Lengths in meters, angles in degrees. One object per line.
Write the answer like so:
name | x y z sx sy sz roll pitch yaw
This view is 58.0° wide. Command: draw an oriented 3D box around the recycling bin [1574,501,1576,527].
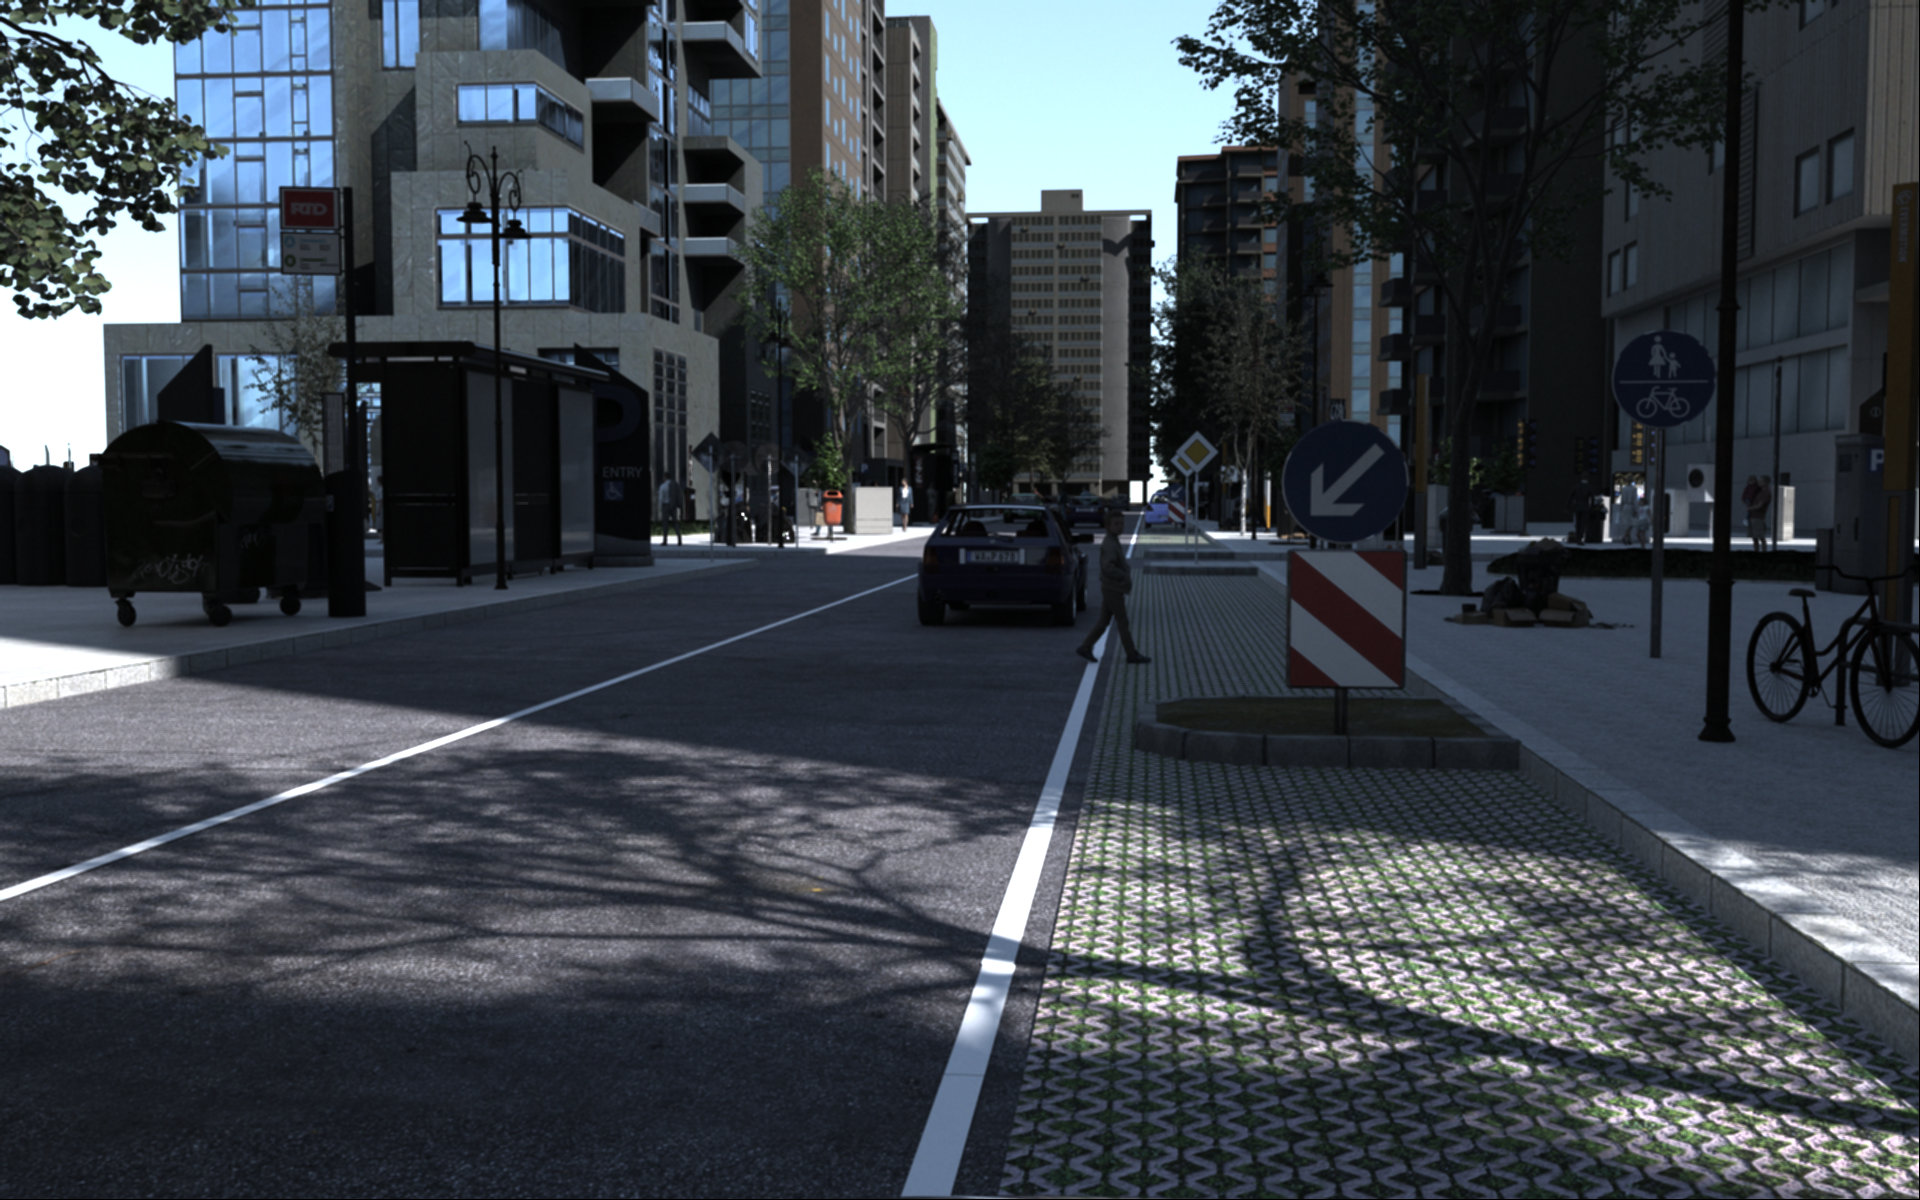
recycling bin | 24.385 -3.354 67.387 0.722 1.027 0.722 -3 5 -41

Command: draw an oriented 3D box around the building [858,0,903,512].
building | -14.048 -42.096 126.523 20.563 71.187 20.611 0 4 6

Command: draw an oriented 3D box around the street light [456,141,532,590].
street light | -6.183 -3.081 23.168 0.468 5.910 1.993 0 4 6

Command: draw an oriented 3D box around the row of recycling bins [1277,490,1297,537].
row of recycling bins | 10.846 -2.751 52.085 3.534 1.692 1.069 -3 4 -37

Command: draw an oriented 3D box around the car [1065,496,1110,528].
car | 5.426 -3.758 74.030 1.945 1.354 3.894 0 4 7

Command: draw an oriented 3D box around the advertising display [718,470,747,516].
advertising display | -6.217 -2.575 47.316 0.974 1.923 0.123 3 4 36

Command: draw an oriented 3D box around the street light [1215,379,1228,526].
street light | 10.536 -5.945 69.990 0.468 5.910 1.993 0 4 6

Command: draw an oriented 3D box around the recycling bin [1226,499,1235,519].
recycling bin | 13.342 -4.398 84.457 0.722 1.027 0.722 1 4 14

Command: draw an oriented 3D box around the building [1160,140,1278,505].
building | 39.529 -34.310 215.587 28.867 44.769 22.147 0 4 6

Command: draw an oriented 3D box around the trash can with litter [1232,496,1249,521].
trash can with litter | 13.423 -4.385 83.075 0.624 1.170 1.055 2 4 26

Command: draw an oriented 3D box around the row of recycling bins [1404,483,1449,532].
row of recycling bins | 15.290 -3.162 58.805 3.534 1.692 1.069 -2 4 -26

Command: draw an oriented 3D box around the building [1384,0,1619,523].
building | 33.798 -26.594 89.440 22.147 44.769 28.867 0 4 6

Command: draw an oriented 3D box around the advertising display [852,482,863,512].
advertising display | -5.499 -5.340 92.529 0.123 1.923 0.974 -3 4 -36

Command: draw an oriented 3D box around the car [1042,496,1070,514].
car | 5.888 -5.837 108.019 1.945 1.354 3.894 0 4 6

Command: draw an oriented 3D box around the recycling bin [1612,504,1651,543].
recycling bin | 17.660 -2.020 45.579 0.722 1.027 0.722 -1 4 -8

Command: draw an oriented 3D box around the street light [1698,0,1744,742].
street light | 3.945 -2.206 8.852 0.468 5.910 1.993 0 4 6

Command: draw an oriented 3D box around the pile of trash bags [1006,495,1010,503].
pile of trash bags | 2.647 -6.372 113.939 1.912 1.369 3.447 1 4 15

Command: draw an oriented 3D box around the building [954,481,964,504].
building | -7.020 -27.207 216.536 14.107 30.474 14.160 0 4 6

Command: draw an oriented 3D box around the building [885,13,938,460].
building | -9.645 -28.184 144.404 14.154 41.232 14.086 0 4 6

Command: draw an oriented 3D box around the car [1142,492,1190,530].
car | 8.383 -3.720 70.415 1.945 1.707 3.694 0 4 7

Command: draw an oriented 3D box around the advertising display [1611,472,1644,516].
advertising display | 19.275 -2.735 49.927 0.974 1.923 0.123 0 4 -5

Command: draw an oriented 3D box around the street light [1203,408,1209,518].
street light | 12.953 -7.252 91.356 0.468 5.910 1.993 0 4 6

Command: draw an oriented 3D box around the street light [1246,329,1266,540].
street light | 8.280 -4.637 48.606 0.468 5.910 1.993 0 4 6

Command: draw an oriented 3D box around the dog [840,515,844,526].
dog | -4.844 -3.258 71.001 0.550 0.427 0.748 3 4 38

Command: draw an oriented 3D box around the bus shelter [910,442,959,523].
bus shelter | -1.235 -5.485 80.968 1.731 3.624 6.357 0 4 6

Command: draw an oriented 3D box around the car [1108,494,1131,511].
car | 13.583 -8.298 147.677 2.014 1.417 4.499 0 4 7

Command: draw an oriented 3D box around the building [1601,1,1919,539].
building | 38.232 -28.589 56.667 27.495 52.752 28.713 0 4 6

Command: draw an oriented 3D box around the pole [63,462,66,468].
pole | -57.299 -7.160 110.911 0.158 3.312 0.155 0 3 0

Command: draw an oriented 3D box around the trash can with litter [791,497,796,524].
trash can with litter | -6.558 -3.764 72.934 1.055 1.170 0.624 -1 4 -21

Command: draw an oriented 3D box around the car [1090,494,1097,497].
car | 12.679 -9.847 169.796 1.959 1.807 4.718 0 4 5

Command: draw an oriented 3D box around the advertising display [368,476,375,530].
advertising display | -21.384 -3.484 62.184 0.974 1.923 0.123 2 4 25

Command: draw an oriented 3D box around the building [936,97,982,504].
building | -11.587 -29.125 168.075 23.993 40.220 32.217 0 4 6

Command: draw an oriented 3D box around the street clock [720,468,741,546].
street clock | -5.701 -2.352 43.031 0.471 2.002 0.358 -1 4 -19

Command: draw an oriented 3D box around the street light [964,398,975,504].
street light | 0.422 -6.788 83.775 0.468 5.910 1.993 0 4 6

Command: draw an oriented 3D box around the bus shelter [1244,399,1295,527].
bus shelter | 12.764 -5.691 70.686 2.179 5.291 8.768 0 4 6

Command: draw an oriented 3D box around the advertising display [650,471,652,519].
advertising display | -8.742 -2.640 48.384 0.123 1.923 0.974 -1 4 -18

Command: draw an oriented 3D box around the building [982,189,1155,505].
building | 13.041 -32.520 223.583 23.993 40.220 32.217 0 4 6

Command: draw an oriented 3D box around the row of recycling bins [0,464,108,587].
row of recycling bins | -12.390 -1.055 24.370 3.534 1.692 1.069 1 4 16

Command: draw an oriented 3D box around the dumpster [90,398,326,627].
dumpster | -7.562 -0.917 17.493 1.502 2.255 1.985 0 4 6

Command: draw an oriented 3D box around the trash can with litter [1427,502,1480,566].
trash can with litter | 8.793 -1.214 31.235 1.055 1.170 0.624 -2 4 -28

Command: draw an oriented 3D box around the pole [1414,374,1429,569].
pole | 7.865 -2.181 29.503 0.158 3.312 0.155 0 3 0

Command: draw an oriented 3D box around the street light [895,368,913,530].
street light | -2.008 -5.482 62.410 0.468 5.910 1.993 0 4 6

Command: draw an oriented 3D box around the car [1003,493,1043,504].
car | 3.188 -4.739 86.274 1.959 1.807 4.718 0 4 7

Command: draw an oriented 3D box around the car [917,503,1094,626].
car | 0.568 -0.468 20.225 1.945 1.354 3.894 0 4 7

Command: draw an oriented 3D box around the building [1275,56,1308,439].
building | 38.754 -31.872 171.215 14.600 45.320 14.200 0 4 6

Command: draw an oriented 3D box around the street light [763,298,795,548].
street light | -4.259 -4.174 41.026 0.468 5.910 1.993 0 4 6

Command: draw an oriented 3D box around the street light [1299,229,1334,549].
street light | 6.193 -3.514 30.237 0.468 5.910 1.993 0 4 6

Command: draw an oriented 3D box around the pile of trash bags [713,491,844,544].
pile of trash bags | -4.764 -2.187 45.508 3.447 1.369 1.912 0 4 -8

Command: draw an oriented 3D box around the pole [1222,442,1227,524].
pole | 10.459 -4.565 68.476 0.158 3.312 0.155 0 3 0

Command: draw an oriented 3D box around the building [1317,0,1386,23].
building | 34.658 -29.461 131.796 14.600 45.320 14.200 0 4 6

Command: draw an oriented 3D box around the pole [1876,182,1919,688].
pole | 6.241 -1.079 11.487 0.158 3.312 0.155 0 3 0

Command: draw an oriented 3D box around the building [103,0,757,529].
building | -20.568 -46.678 75.850 22.319 86.520 31.000 0 4 6

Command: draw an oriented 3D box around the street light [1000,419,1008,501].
street light | 2.720 -8.100 105.221 0.468 5.910 1.993 0 4 6

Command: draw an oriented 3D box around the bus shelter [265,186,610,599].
bus shelter | -7.509 -2.914 25.273 2.179 5.291 8.768 0 4 6

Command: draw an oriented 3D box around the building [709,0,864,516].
building | -13.994 -27.952 107.119 14.600 45.320 14.200 0 4 6

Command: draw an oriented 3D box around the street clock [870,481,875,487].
street clock | -4.580 -5.427 93.293 0.471 2.002 0.358 -3 4 -38

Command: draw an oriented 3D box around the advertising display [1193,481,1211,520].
advertising display | 12.046 -4.960 86.315 0.974 1.923 0.123 3 5 40

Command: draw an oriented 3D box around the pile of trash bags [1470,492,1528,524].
pile of trash bags | 23.224 -3.953 74.388 3.447 1.369 1.912 -3 4 -38

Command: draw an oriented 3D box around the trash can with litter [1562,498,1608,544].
trash can with litter | 16.253 -2.058 45.034 1.055 1.170 0.624 0 4 6
